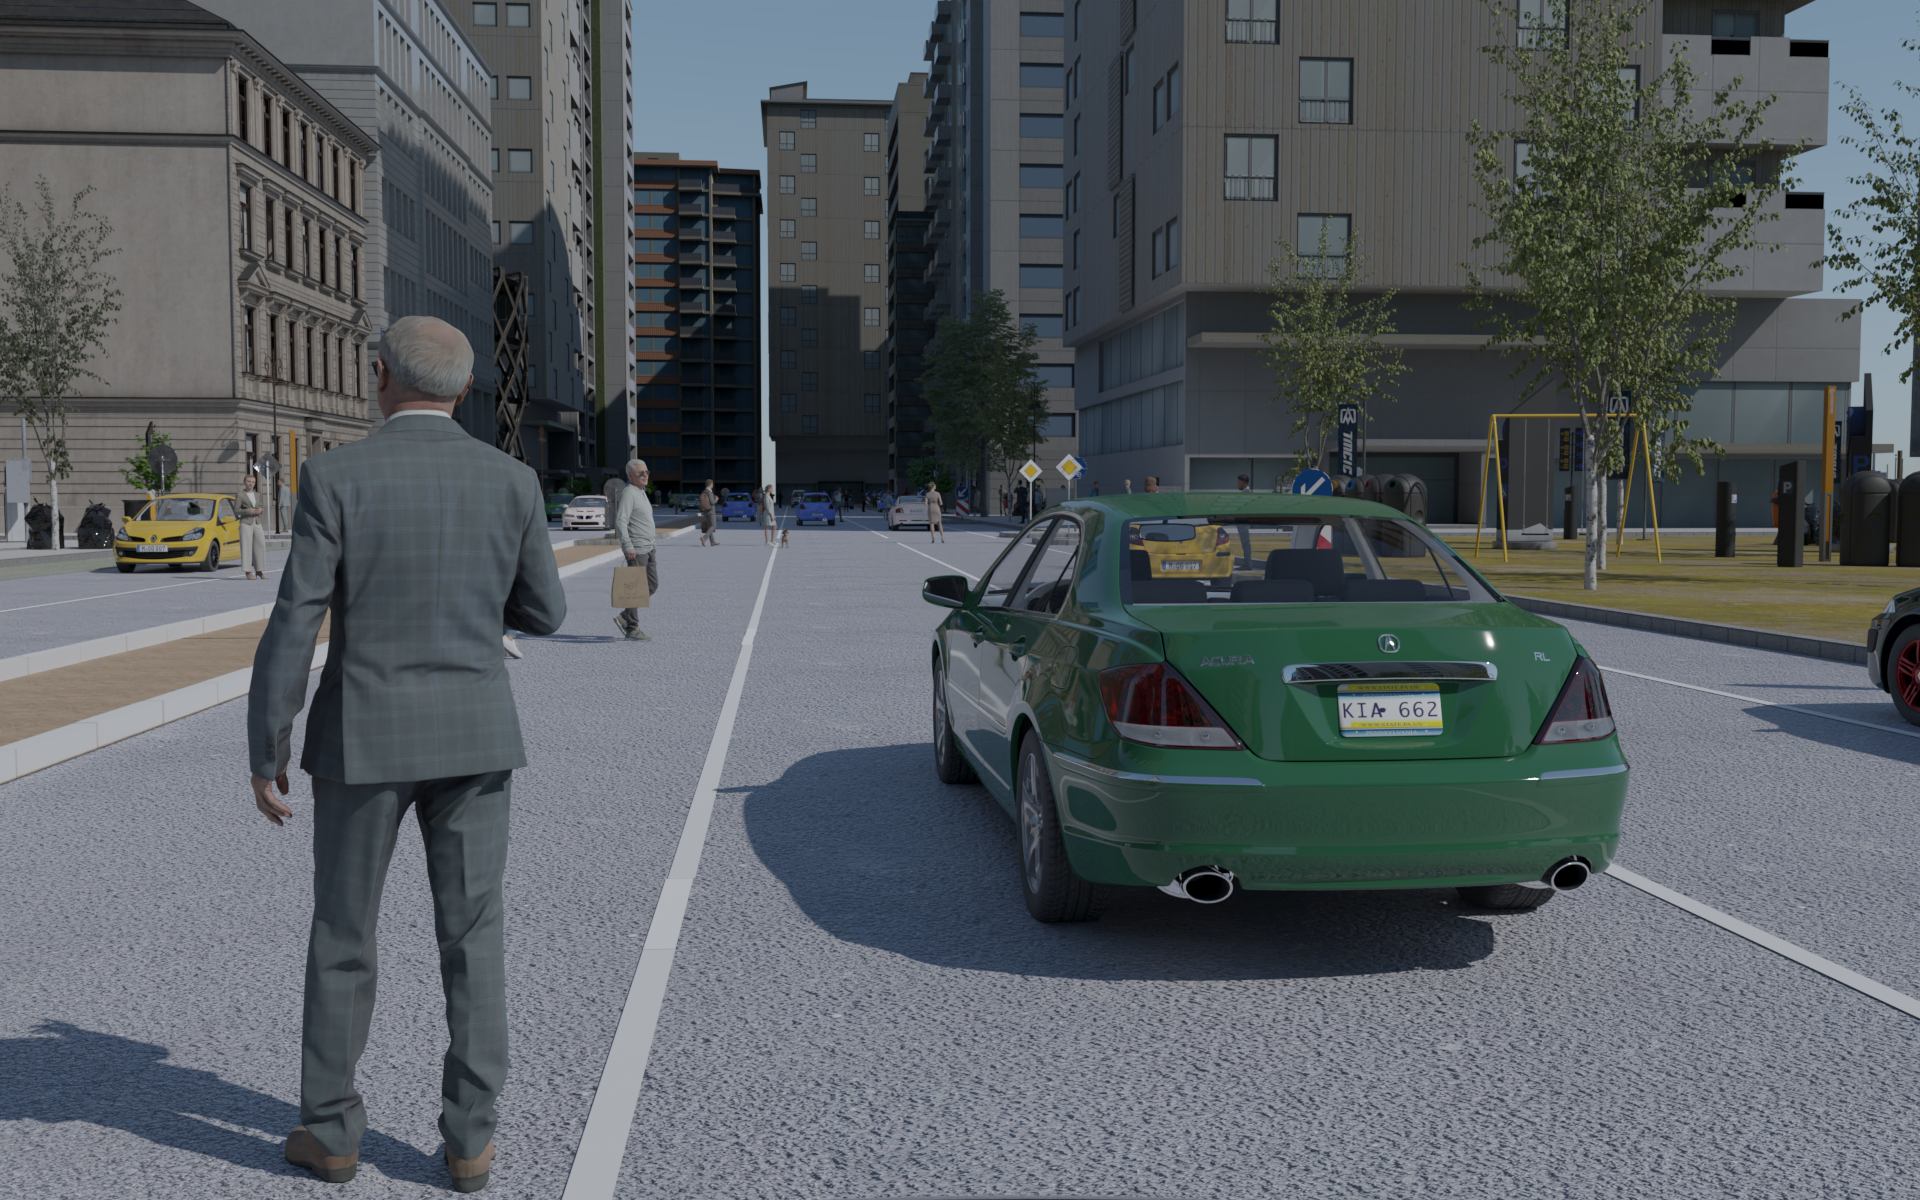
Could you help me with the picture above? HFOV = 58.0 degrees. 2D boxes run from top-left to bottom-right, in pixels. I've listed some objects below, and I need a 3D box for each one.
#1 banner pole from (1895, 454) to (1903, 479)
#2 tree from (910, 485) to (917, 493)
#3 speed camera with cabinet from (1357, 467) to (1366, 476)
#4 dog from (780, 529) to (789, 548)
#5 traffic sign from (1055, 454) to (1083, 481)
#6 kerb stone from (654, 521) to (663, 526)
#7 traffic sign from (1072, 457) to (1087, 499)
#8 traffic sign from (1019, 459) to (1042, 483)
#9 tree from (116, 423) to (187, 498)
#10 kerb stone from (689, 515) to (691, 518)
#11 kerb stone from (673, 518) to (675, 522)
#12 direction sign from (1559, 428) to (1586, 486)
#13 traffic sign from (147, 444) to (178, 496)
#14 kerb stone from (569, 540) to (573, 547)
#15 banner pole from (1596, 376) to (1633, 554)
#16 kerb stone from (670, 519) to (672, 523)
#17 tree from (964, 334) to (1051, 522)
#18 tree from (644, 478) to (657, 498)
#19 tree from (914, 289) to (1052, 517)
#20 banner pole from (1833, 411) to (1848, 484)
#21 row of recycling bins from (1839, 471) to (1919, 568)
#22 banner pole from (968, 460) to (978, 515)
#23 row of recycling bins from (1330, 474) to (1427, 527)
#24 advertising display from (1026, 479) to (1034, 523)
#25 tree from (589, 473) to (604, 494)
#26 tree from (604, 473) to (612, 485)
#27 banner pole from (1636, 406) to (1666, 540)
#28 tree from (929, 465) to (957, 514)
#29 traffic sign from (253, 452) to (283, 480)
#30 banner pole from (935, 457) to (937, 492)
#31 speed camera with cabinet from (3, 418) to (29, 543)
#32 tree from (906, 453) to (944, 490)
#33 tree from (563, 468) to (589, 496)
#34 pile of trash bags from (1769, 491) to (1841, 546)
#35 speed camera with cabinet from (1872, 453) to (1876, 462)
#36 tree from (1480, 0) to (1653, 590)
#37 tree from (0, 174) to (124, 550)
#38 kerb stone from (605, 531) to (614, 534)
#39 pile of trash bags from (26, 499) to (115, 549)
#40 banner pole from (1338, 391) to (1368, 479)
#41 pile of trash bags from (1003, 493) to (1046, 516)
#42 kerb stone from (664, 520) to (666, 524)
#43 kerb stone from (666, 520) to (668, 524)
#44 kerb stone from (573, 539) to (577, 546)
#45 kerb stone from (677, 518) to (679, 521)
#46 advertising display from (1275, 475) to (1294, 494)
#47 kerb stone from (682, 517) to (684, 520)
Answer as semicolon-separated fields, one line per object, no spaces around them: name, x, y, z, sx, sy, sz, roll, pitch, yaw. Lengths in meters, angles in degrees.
banner pole;58.631;-7.234;108.285;0.401;3.779;0.863;-1;4;-11
tree;-3.184;-8.969;141.244;1.663;3.219;1.824;0;3;0
speed camera with cabinet;27.506;-7.533;117.493;0.660;3.252;2.038;-2;4;-28
dog;-4.656;-1.642;46.130;0.540;0.507;0.406;3;5;42
traffic sign;3.152;-2.910;49.771;0.795;2.593;0.064;0;4;-6
kerb stone;-13.765;-3.468;78.915;0.120;0.150;1.000;0;4;-6
traffic sign;3.939;-3.611;59.138;0.768;2.556;0.104;0;4;3
traffic sign;2.377;-3.396;57.719;0.795;2.593;0.064;0;4;-6
tree;-22.019;-3.239;47.554;1.663;3.219;1.824;0;3;0
kerb stone;-15.849;-4.780;100.344;0.120;0.150;1.000;0;4;-6
kerb stone;-14.560;-3.969;87.086;0.120;0.150;1.000;0;4;-6
direction sign;20.904;-4.109;59.182;0.876;3.537;0.379;3;5;40
traffic sign;-20.427;-2.708;44.383;0.768;2.556;0.104;0;4;-1
kerb stone;-10.639;-1.505;46.795;0.120;0.150;1.000;0;4;-6
banner pole;13.825;-2.863;36.833;0.863;3.779;0.401;1;4;17
kerb stone;-14.360;-3.843;85.034;0.120;0.150;1.000;0;4;-6
tree;2.258;-7.873;79.087;4.737;8.622;4.395;0;3;0
tree;-36.074;-12.685;202.001;1.663;3.219;1.824;0;3;0
tree;1.318;-10.855;95.610;7.486;12.596;7.792;0;3;0
banner pole;26.422;-3.798;52.120;0.863;3.779;0.401;1;4;19
row of recycling bins;17.399;-1.420;30.338;3.534;1.692;1.069;2;4;27
banner pole;0.743;-7.172;107.285;0.863;3.779;0.401;2;4;27
row of recycling bins;8.682;-1.795;36.464;1.069;1.692;3.534;-1;4;-16
advertising display;2.853;-3.985;70.362;0.123;1.923;0.974;-1;4;-11
tree;-30.207;-8.911;140.290;1.663;3.219;1.824;0;3;0
tree;-31.538;-9.765;154.255;1.663;3.219;1.824;0;3;0
banner pole;19.270;-3.558;48.183;0.863;3.779;0.401;-1;4;-17
tree;-1.431;-7.692;120.366;1.663;3.219;1.824;0;3;0
traffic sign;-19.039;-2.780;47.636;0.795;2.593;0.064;0;4;-6
banner pole;-1.582;-7.698;115.886;0.401;3.779;0.863;0;4;-7
speed camera with cabinet;-24.971;-3.150;45.835;0.660;3.252;2.038;-2;4;-30
tree;-2.660;-9.370;136.911;4.285;4.588;4.351;0;3;0
tree;-29.182;-8.275;129.905;1.663;3.219;1.824;0;3;0
pile of trash bags;21.155;-2.038;43.070;3.447;1.369;1.912;-3;4;-39
speed camera with cabinet;36.834;-4.526;68.341;0.660;3.252;2.038;-3;5;-44
tree;8.484;-4.429;22.771;4.737;8.622;4.395;0;3;0
tree;-20.795;-5.428;39.117;4.360;8.622;3.978;0;3;0
kerb stone;-11.680;-2.159;57.497;0.120;0.150;1.000;0;4;-6
pile of trash bags;-21.601;-1.893;40.696;3.447;1.369;1.912;-1;4;-10
banner pole;9.630;-3.199;42.314;0.863;3.779;0.401;1;4;9
pile of trash bags;3.762;-5.540;100.328;1.912;1.369;3.447;3;5;43
kerb stone;-13.965;-3.594;80.954;0.120;0.150;1.000;0;4;-6
kerb stone;-14.059;-3.655;81.975;0.120;0.150;1.000;0;4;-6
kerb stone;-10.731;-1.566;47.817;0.120;0.150;1.000;0;4;-6
kerb stone;-14.866;-4.155;90.147;0.120;0.150;1.000;0;4;-6
advertising display;11.196;-3.296;59.109;0.123;1.923;0.974;-3;5;-44
kerb stone;-15.262;-4.397;94.227;0.120;0.150;1.000;0;4;-6
